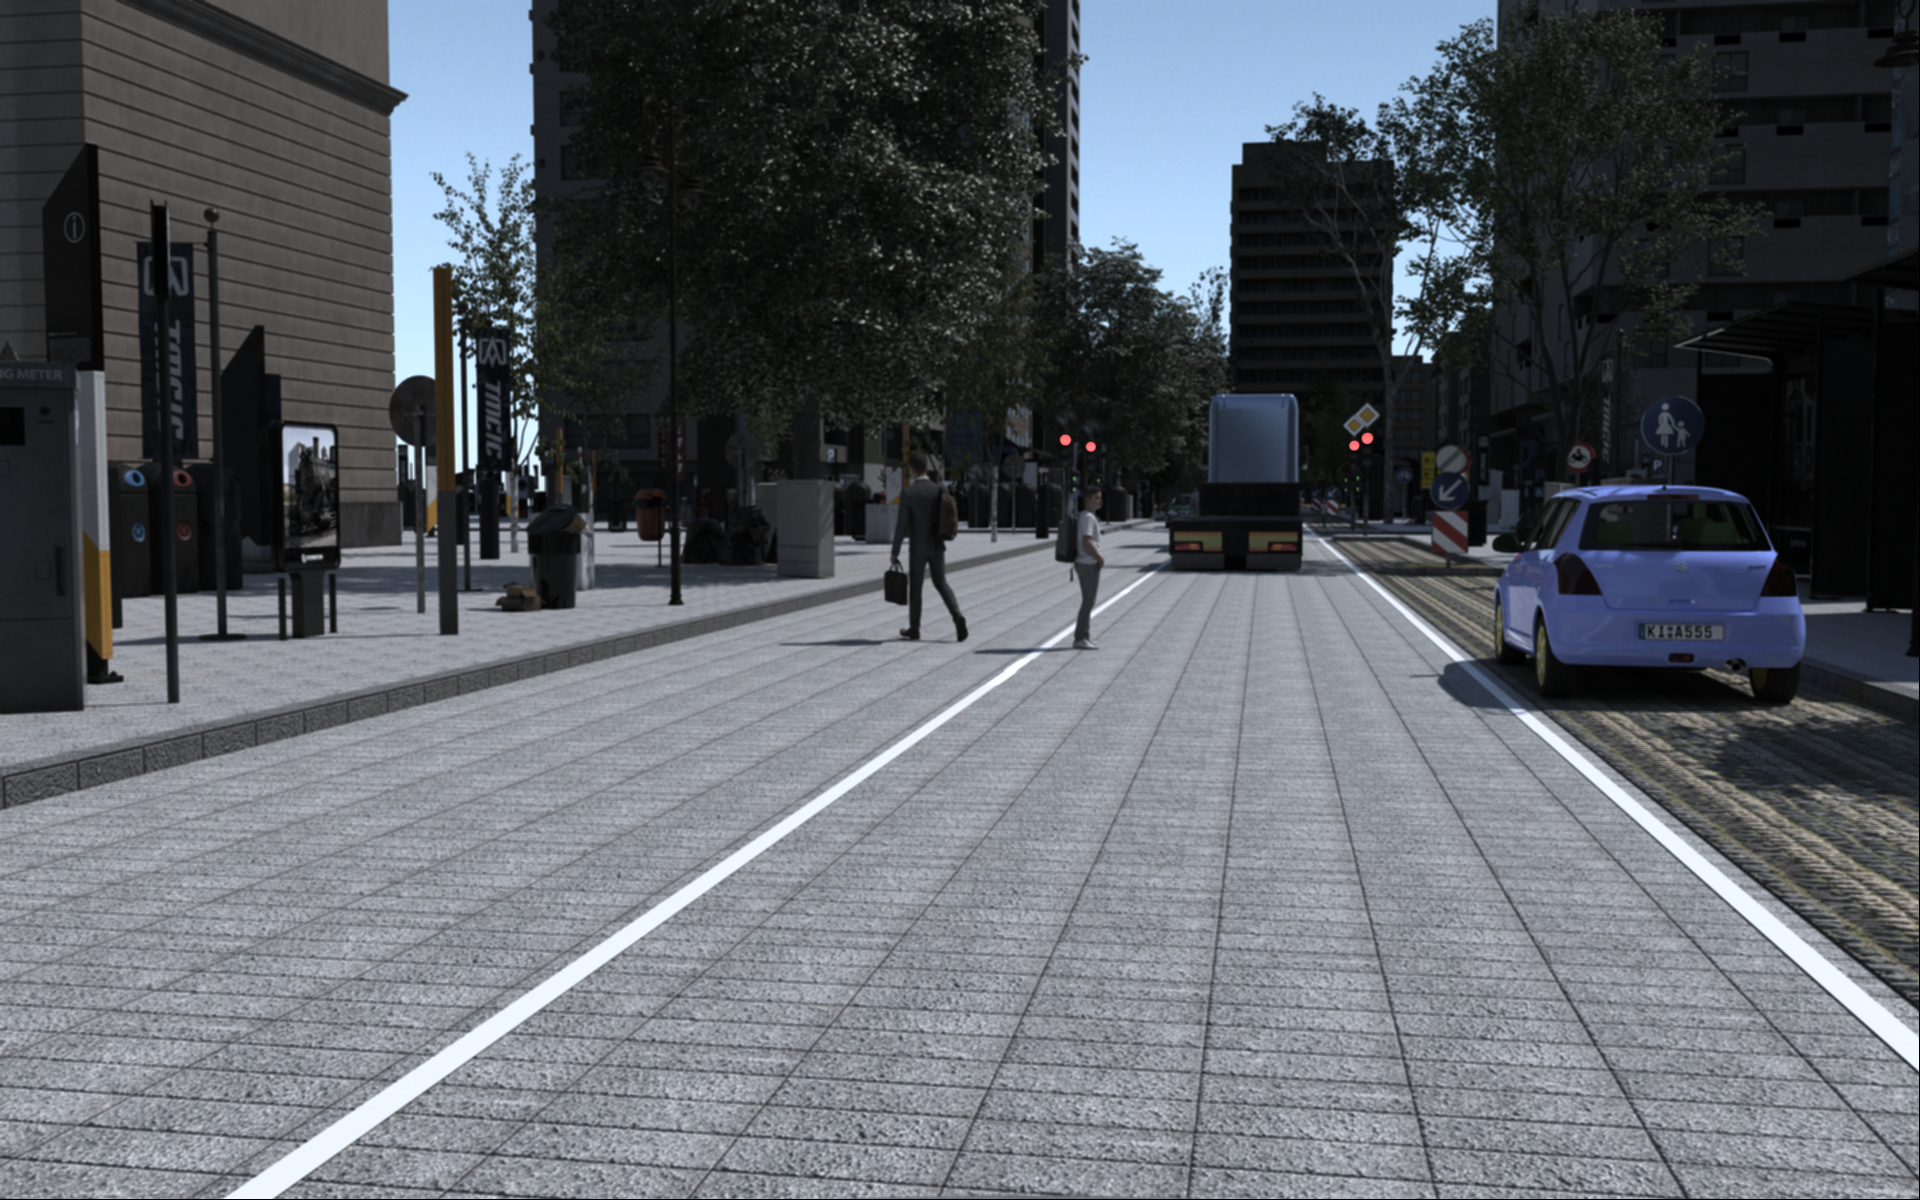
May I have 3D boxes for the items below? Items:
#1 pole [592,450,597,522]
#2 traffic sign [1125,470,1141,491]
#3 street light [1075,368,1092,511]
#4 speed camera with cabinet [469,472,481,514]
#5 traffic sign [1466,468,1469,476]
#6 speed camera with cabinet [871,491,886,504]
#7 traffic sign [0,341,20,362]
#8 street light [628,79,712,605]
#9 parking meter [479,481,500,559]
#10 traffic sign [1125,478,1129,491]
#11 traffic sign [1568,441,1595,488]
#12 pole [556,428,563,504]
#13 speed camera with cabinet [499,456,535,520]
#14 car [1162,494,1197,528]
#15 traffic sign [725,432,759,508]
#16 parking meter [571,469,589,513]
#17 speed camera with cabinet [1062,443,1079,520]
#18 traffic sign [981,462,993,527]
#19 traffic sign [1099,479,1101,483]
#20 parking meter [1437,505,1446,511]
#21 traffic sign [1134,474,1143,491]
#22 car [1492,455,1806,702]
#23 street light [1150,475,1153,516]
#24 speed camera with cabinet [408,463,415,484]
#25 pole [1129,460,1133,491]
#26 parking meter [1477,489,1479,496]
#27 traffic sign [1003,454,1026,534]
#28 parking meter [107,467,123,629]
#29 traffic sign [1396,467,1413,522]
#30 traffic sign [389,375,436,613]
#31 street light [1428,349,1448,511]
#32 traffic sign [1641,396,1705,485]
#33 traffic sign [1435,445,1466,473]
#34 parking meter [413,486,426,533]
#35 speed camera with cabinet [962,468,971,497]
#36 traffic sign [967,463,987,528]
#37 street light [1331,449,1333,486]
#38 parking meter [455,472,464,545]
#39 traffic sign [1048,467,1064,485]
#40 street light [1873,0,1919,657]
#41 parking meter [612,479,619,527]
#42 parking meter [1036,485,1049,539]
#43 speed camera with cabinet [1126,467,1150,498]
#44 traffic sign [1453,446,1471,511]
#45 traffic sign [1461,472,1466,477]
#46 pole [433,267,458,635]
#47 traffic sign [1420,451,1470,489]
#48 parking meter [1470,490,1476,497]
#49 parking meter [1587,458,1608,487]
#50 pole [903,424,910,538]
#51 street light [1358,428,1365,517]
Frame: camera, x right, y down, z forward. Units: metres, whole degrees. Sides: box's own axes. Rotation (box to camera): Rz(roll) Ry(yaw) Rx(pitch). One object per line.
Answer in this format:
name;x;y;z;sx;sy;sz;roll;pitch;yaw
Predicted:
pole;-16.814;-5.248;79.655;0.158;3.312;0.155;0;3;0
traffic sign;9.399;-5.749;94.005;0.884;2.594;0.081;1;4;12
street light;4.520;-5.546;63.469;0.468;5.910;1.993;1;4;10
speed camera with cabinet;-30.876;-7.087;110.207;0.660;3.252;2.038;2;4;31
traffic sign;17.741;-3.769;61.729;0.768;2.556;0.104;1;4;15
speed camera with cabinet;-3.409;-5.585;85.656;2.038;3.252;0.660;0;4;1
traffic sign;-8.080;-0.901;14.730;0.884;2.594;0.081;1;4;19
street light;-3.290;-2.880;19.881;0.468;5.910;1.993;1;4;10
parking meter;-9.275;-1.573;34.122;0.372;1.533;0.369;0;3;0
traffic sign;13.189;-8.316;136.072;0.768;2.556;0.104;1;4;19
traffic sign;14.856;-2.542;41.667;0.768;2.556;0.104;1;4;15
pole;-12.426;-3.665;53.769;0.158;3.312;0.155;0;3;0
speed camera with cabinet;-22.169;-5.626;86.315;2.038;3.252;0.660;2;4;27
car;9.761;-3.818;74.229;2.131;1.459;4.920;1;4;8
traffic sign;-4.469;-2.157;35.379;0.768;2.556;0.104;1;4;18
parking meter;-9.002;-2.163;41.075;0.255;1.863;0.399;2;4;25
speed camera with cabinet;4.289;-4.483;67.635;0.660;3.252;2.038;0;4;2
traffic sign;1.125;-4.172;68.316;0.768;2.556;0.104;1;4;11
traffic sign;9.099;-6.803;111.328;0.768;2.556;0.104;1;4;15
parking meter;18.439;-3.542;66.327;0.372;1.533;0.369;0;3;0
traffic sign;10.914;-6.544;107.100;0.768;2.556;0.104;1;4;14
car;5.132;-0.226;13.279;1.945;1.707;3.694;1;4;10
street light;11.300;-7.911;102.128;0.468;5.910;1.993;1;4;10
speed camera with cabinet;-34.886;-7.003;108.832;0.660;3.252;2.038;2;4;32
pole;9.924;-6.524;100.517;0.158;3.312;0.155;0;3;0
parking meter;33.371;-6.435;110.930;0.399;1.863;0.255;-1;4;-11
traffic sign;1.724;-3.385;55.452;0.768;2.556;0.104;1;4;19
parking meter;-8.210;-0.495;16.508;0.372;1.533;0.369;0;3;0
traffic sign;20.752;-4.942;80.906;0.768;2.556;0.104;1;4;16
traffic sign;-5.811;-1.131;18.604;0.768;2.556;0.104;1;4;18
street light;14.350;-4.854;52.148;0.468;5.910;1.993;1;4;10
traffic sign;9.244;-1.371;22.527;0.768;2.556;0.104;1;4;18
traffic sign;12.777;-2.757;45.189;0.768;2.556;0.104;1;4;12
parking meter;-17.631;-2.943;56.528;0.372;1.533;0.369;0;3;0
speed camera with cabinet;0.417;-8.333;130.587;0.660;3.252;2.038;3;5;45
traffic sign;0.616;-3.872;64.496;0.795;2.450;0.064;1;4;20
street light;28.906;-9.879;134.316;0.468;5.910;1.993;1;4;10
parking meter;-12.603;-2.321;43.663;0.399;1.863;0.255;0;4;-4
traffic sign;3.666;-3.922;66.257;0.606;2.300;0.079;1;4;16
street light;7.582;-2.492;13.524;0.468;5.910;1.993;1;4;10
parking meter;-13.441;-3.783;67.558;0.255;1.863;0.399;-1;4;-14
parking meter;2.374;-2.542;49.973;0.372;1.533;0.369;0;3;0
speed camera with cabinet;10.925;-7.039;109.424;2.038;3.252;0.660;1;4;14
traffic sign;13.192;-2.814;46.123;0.768;2.556;0.104;1;4;11
traffic sign;13.966;-2.860;48.898;0.606;2.300;0.079;1;4;19
pole;-4.678;-1.340;15.749;0.158;3.312;0.155;0;3;0
traffic sign;23.047;-5.408;82.297;2.265;3.308;0.079;1;4;13
parking meter;35.454;-6.812;119.784;0.372;1.533;0.369;0;3;0
parking meter;10.393;-1.380;28.268;0.255;1.863;0.399;1;4;9
pole;-1.570;-3.472;50.603;0.158;3.312;0.155;0;3;0
street light;22.109;-7.517;95.698;0.468;5.910;1.993;1;4;10
